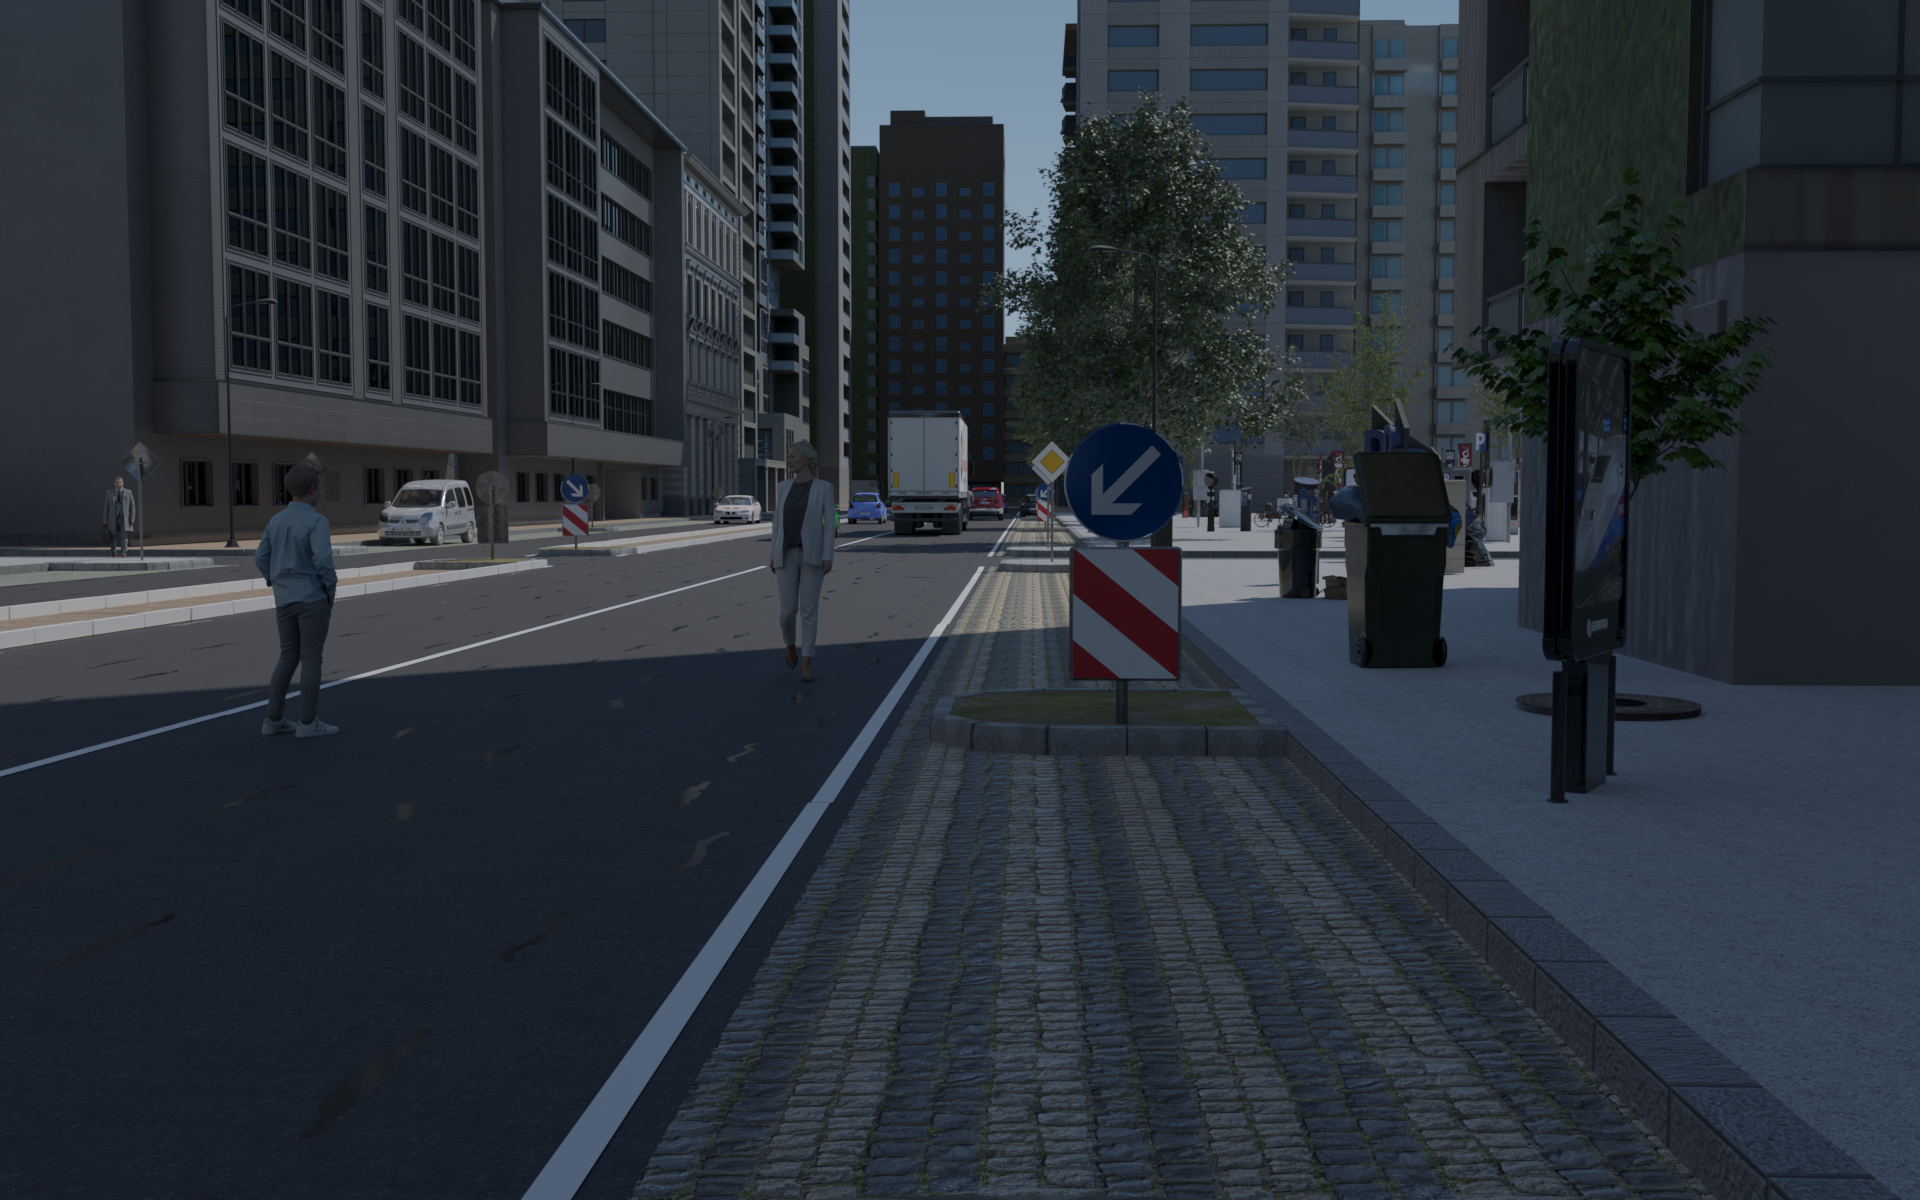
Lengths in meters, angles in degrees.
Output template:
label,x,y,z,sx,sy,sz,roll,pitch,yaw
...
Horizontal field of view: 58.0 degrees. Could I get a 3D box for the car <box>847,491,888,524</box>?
label,x,y,z,sx,sy,sz,roll,pitch,yaw
car,-4.475,-4.537,83.779,1.945,1.707,3.694,0,4,1

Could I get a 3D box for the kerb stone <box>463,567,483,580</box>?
label,x,y,z,sx,sy,sz,roll,pitch,yaw
kerb stone,-8.340,-0.435,29.305,0.120,0.150,1.000,0,4,2

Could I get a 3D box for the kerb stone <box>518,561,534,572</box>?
label,x,y,z,sx,sy,sz,roll,pitch,yaw
kerb stone,-8.214,-0.624,32.395,0.120,0.150,1.000,0,4,2

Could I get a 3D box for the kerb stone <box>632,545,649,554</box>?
label,x,y,z,sx,sy,sz,roll,pitch,yaw
kerb stone,-7.803,-1.221,42.155,0.120,0.150,1.000,0,4,2

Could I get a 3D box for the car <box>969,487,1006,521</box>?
label,x,y,z,sx,sy,sz,roll,pitch,yaw
car,1.380,-5.287,95.122,2.281,1.827,5.304,0,4,1

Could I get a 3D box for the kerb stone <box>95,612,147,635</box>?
label,x,y,z,sx,sy,sz,roll,pitch,yaw
kerb stone,-8.810,0.259,18.038,0.120,0.150,1.000,0,4,2

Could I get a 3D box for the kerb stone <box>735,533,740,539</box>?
label,x,y,z,sx,sy,sz,roll,pitch,yaw
kerb stone,-7.259,-2.036,55.490,0.120,0.150,1.000,0,4,2

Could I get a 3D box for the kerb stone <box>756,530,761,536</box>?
label,x,y,z,sx,sy,sz,roll,pitch,yaw
kerb stone,-7.085,-2.288,59.606,0.120,0.150,1.000,0,4,2

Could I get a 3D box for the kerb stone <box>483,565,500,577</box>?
label,x,y,z,sx,sy,sz,roll,pitch,yaw
kerb stone,-8.304,-0.497,30.327,0.120,0.150,1.000,0,4,2

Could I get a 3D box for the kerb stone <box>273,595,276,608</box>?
label,x,y,z,sx,sy,sz,roll,pitch,yaw
kerb stone,-8.642,0.008,22.130,0.120,0.150,1.000,0,4,2

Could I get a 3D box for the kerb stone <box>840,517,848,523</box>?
label,x,y,z,sx,sy,sz,roll,pitch,yaw
kerb stone,-5.895,-4.042,88.288,0.120,0.150,1.000,0,4,2

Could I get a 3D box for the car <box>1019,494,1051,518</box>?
label,x,y,z,sx,sy,sz,roll,pitch,yaw
car,4.453,-5.687,102.765,2.009,1.686,4.222,0,4,4

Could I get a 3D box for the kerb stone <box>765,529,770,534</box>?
label,x,y,z,sx,sy,sz,roll,pitch,yaw
kerb stone,-6.999,-2.414,61.659,0.120,0.150,1.000,0,4,2

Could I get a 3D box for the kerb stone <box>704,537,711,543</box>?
label,x,y,z,sx,sy,sz,roll,pitch,yaw
kerb stone,-7.462,-1.723,50.360,0.120,0.150,1.000,0,4,2

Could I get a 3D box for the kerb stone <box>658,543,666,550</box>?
label,x,y,z,sx,sy,sz,roll,pitch,yaw
kerb stone,-7.725,-1.347,44.213,0.120,0.150,1.000,0,4,2

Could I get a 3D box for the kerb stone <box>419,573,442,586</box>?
label,x,y,z,sx,sy,sz,roll,pitch,yaw
kerb stone,-8.424,-0.310,27.257,0.120,0.150,1.000,0,4,2

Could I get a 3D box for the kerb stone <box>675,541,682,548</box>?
label,x,y,z,sx,sy,sz,roll,pitch,yaw
kerb stone,-7.644,-1.469,46.256,0.120,0.150,1.000,0,4,2

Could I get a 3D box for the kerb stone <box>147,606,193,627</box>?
label,x,y,z,sx,sy,sz,roll,pitch,yaw
kerb stone,-8.773,0.192,19.059,0.120,0.150,1.000,0,4,2

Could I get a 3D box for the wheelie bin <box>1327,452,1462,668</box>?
label,x,y,z,sx,sy,sz,roll,pitch,yaw
wheelie bin,3.221,-0.309,12.961,0.980,1.594,0.693,0,4,-4

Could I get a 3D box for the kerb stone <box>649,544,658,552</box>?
label,x,y,z,sx,sy,sz,roll,pitch,yaw
kerb stone,-7.764,-1.284,43.189,0.120,0.150,1.000,0,4,2

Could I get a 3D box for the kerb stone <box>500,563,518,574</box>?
label,x,y,z,sx,sy,sz,roll,pitch,yaw
kerb stone,-8.260,-0.561,31.365,0.120,0.150,1.000,0,4,2

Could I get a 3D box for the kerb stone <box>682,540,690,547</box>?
label,x,y,z,sx,sy,sz,roll,pitch,yaw
kerb stone,-7.593,-1.534,47.277,0.120,0.150,1.000,0,4,2

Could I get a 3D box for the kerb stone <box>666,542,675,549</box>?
label,x,y,z,sx,sy,sz,roll,pitch,yaw
kerb stone,-7.684,-1.405,45.235,0.120,0.150,1.000,0,4,2

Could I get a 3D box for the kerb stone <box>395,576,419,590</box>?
label,x,y,z,sx,sy,sz,roll,pitch,yaw
kerb stone,-8.463,-0.246,26.221,0.120,0.150,1.000,0,4,2

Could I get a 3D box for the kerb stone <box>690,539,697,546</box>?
label,x,y,z,sx,sy,sz,roll,pitch,yaw
kerb stone,-7.561,-1.597,48.309,0.120,0.150,1.000,0,4,2

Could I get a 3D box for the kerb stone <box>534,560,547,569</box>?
label,x,y,z,sx,sy,sz,roll,pitch,yaw
kerb stone,-8.167,-0.685,33.428,0.120,0.150,1.000,0,4,2

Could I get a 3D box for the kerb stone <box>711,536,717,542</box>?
label,x,y,z,sx,sy,sz,roll,pitch,yaw
kerb stone,-7.425,-1.785,51.381,0.120,0.150,1.000,0,4,2

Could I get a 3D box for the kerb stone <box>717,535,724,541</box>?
label,x,y,z,sx,sy,sz,roll,pitch,yaw
kerb stone,-7.382,-1.849,52.419,0.120,0.150,1.000,0,4,2

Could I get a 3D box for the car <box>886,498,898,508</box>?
label,x,y,z,sx,sy,sz,roll,pitch,yaw
car,-6.915,-10.772,185.902,2.009,1.686,4.222,0,4,4

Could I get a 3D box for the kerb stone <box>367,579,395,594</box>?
label,x,y,z,sx,sy,sz,roll,pitch,yaw
kerb stone,-8.508,-0.180,25.199,0.120,0.150,1.000,0,4,2

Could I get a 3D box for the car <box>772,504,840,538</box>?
label,x,y,z,sx,sy,sz,roll,pitch,yaw
car,-4.869,-2.831,55.075,1.959,1.807,4.718,0,4,2

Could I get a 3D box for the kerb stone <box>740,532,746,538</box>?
label,x,y,z,sx,sy,sz,roll,pitch,yaw
kerb stone,-7.216,-2.099,56.521,0.120,0.150,1.000,0,4,2

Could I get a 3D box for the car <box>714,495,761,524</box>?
label,x,y,z,sx,sy,sz,roll,pitch,yaw
car,-10.750,-4.376,83.909,2.083,1.381,4.827,0,4,1

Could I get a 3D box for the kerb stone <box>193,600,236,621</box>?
label,x,y,z,sx,sy,sz,roll,pitch,yaw
kerb stone,-8.719,0.131,20.080,0.120,0.150,1.000,0,4,2

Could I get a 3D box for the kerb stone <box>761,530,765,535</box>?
label,x,y,z,sx,sy,sz,roll,pitch,yaw
kerb stone,-7.040,-2.351,60.630,0.120,0.150,1.000,0,4,2

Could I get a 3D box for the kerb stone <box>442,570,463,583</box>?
label,x,y,z,sx,sy,sz,roll,pitch,yaw
kerb stone,-8.380,-0.372,28.284,0.120,0.150,1.000,0,4,2

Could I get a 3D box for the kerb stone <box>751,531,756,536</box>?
label,x,y,z,sx,sy,sz,roll,pitch,yaw
kerb stone,-7.128,-2.225,58.575,0.120,0.150,1.000,0,4,2

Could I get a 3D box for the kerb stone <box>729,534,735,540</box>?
label,x,y,z,sx,sy,sz,roll,pitch,yaw
kerb stone,-7.292,-1.974,54.468,0.120,0.150,1.000,0,4,2

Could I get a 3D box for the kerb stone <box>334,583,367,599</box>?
label,x,y,z,sx,sy,sz,roll,pitch,yaw
kerb stone,-8.558,-0.114,24.173,0.120,0.150,1.000,0,4,2

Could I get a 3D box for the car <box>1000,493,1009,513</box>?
label,x,y,z,sx,sy,sz,roll,pitch,yaw
car,2.801,-7.581,133.535,1.945,1.707,3.694,0,4,4

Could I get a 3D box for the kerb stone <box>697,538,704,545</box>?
label,x,y,z,sx,sy,sz,roll,pitch,yaw
kerb stone,-7.510,-1.657,49.339,0.120,0.150,1.000,0,4,2

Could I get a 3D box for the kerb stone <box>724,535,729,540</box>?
label,x,y,z,sx,sy,sz,roll,pitch,yaw
kerb stone,-7.342,-1.910,53.447,0.120,0.150,1.000,0,4,2

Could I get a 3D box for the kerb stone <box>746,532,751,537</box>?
label,x,y,z,sx,sy,sz,roll,pitch,yaw
kerb stone,-7.171,-2.162,57.543,0.120,0.150,1.000,0,4,2

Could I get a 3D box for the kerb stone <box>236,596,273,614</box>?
label,x,y,z,sx,sy,sz,roll,pitch,yaw
kerb stone,-8.679,0.066,21.109,0.120,0.150,1.000,0,4,2

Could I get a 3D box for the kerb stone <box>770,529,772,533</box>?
label,x,y,z,sx,sy,sz,roll,pitch,yaw
kerb stone,-6.959,-2.469,62.693,0.120,0.150,1.000,0,4,2

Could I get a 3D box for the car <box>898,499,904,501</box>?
label,x,y,z,sx,sy,sz,roll,pitch,yaw
car,-3.262,-6.755,119.477,2.155,1.783,4.494,0,4,1

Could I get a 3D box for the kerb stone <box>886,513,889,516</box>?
label,x,y,z,sx,sy,sz,roll,pitch,yaw
kerb stone,-4.791,-5.668,114.917,0.120,0.150,1.000,0,4,2
